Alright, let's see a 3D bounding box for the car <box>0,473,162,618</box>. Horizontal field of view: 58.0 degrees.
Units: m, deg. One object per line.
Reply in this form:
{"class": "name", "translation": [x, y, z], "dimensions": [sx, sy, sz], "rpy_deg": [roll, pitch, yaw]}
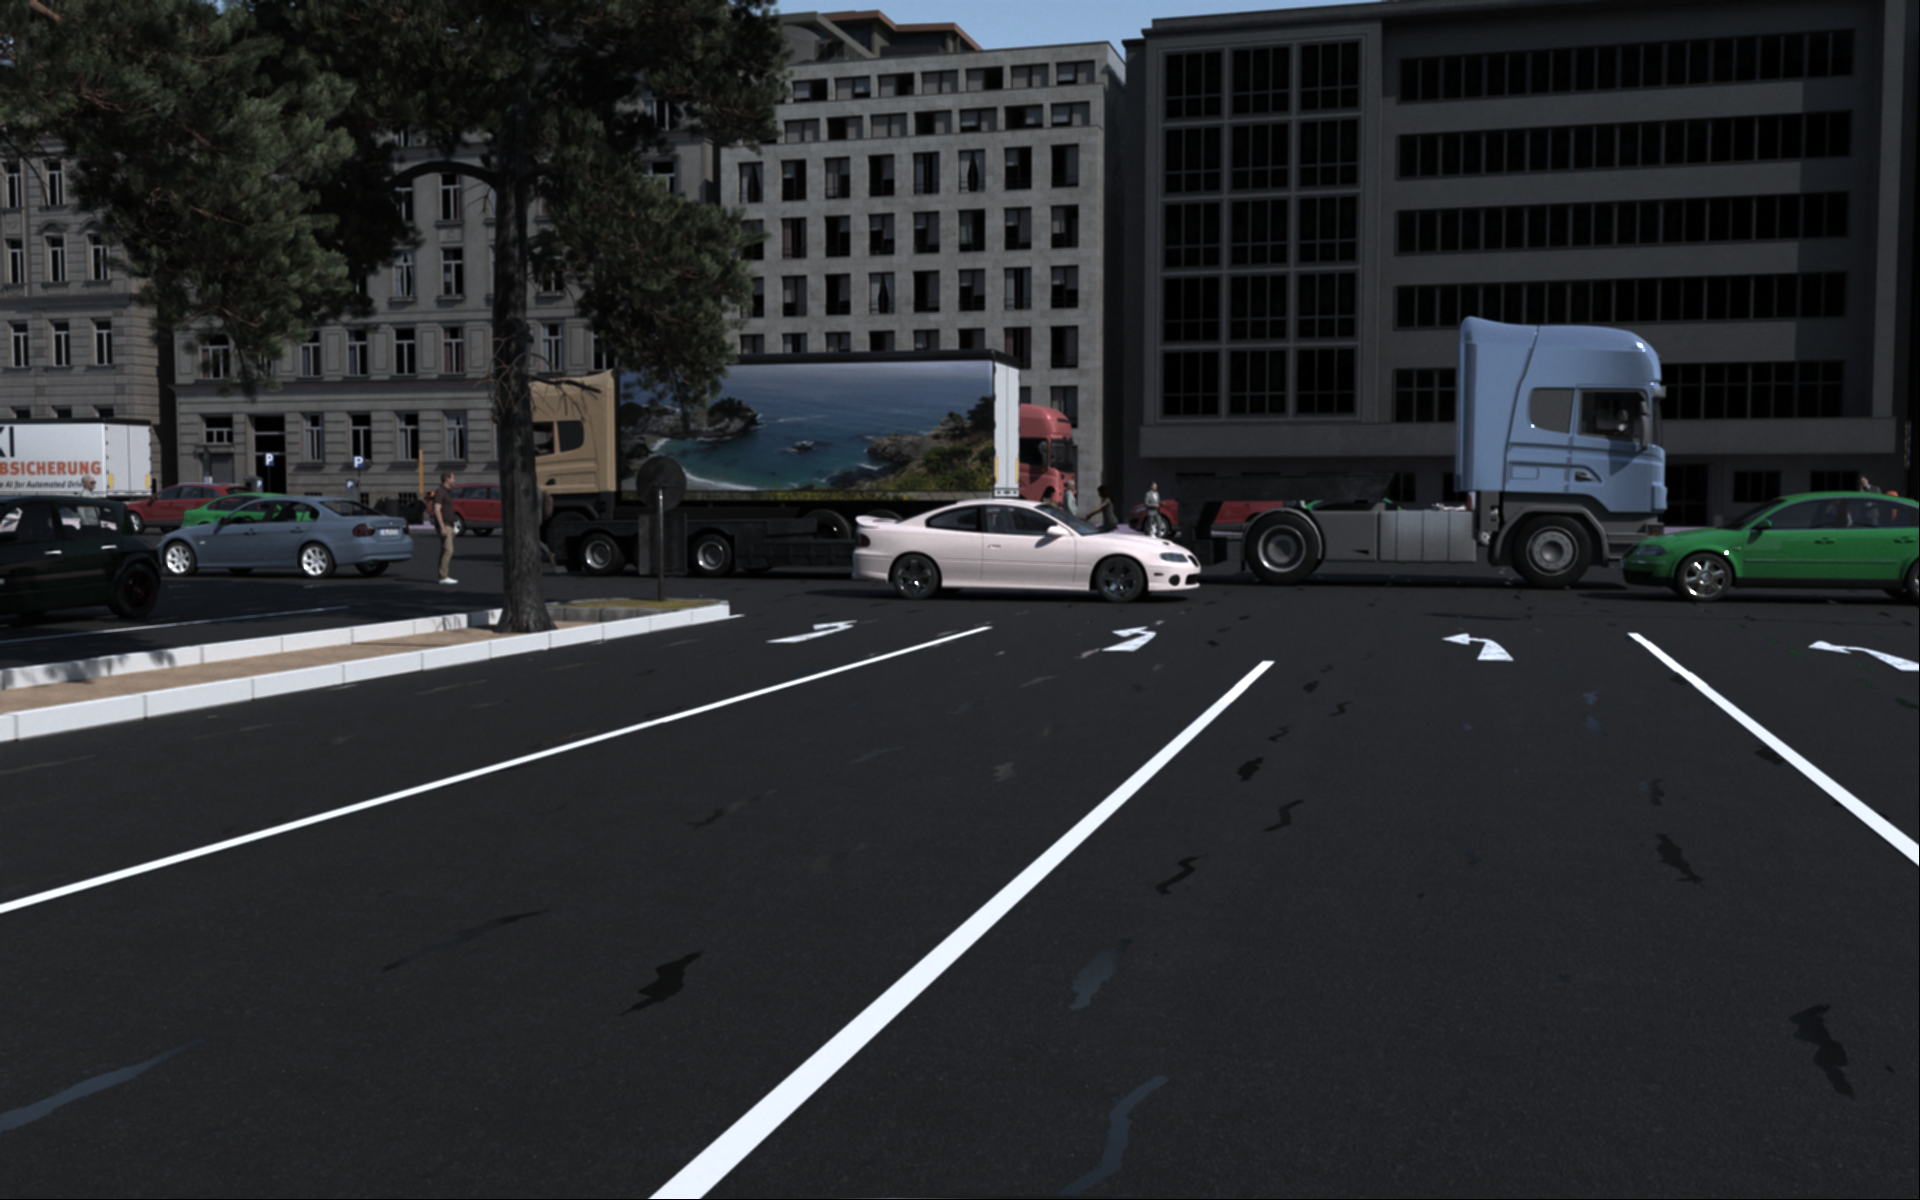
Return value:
{"class": "car", "translation": [-10.672, -0.558, 18.905], "dimensions": [2.009, 1.686, 4.222], "rpy_deg": [1, 4, 16]}

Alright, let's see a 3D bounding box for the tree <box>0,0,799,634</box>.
{"class": "tree", "translation": [-4.598, -5.694, 17.616], "dimensions": [6.751, 12.117, 7.091], "rpy_deg": [0, 3, 0]}

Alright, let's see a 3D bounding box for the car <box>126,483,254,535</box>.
{"class": "car", "translation": [-27.184, -3.212, 61.197], "dimensions": [5.304, 1.827, 2.281], "rpy_deg": [1, 4, 16]}

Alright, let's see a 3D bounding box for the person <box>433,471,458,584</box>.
{"class": "person", "translation": [-8.226, -1.172, 27.790], "dimensions": [0.434, 1.807, 0.598], "rpy_deg": [0, 4, 7]}

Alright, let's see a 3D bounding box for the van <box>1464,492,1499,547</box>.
{"class": "van", "translation": [15.956, -2.481, 47.572], "dimensions": [4.112, 2.044, 2.013], "rpy_deg": [1, 4, 17]}

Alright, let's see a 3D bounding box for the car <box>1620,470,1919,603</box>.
{"class": "car", "translation": [11.378, -0.882, 23.216], "dimensions": [4.718, 1.807, 1.959], "rpy_deg": [1, 4, 16]}

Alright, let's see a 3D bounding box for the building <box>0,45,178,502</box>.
{"class": "building", "translation": [-50.867, -18.135, 93.773], "dimensions": [25.104, 27.353, 12.463], "rpy_deg": [1, 4, 16]}

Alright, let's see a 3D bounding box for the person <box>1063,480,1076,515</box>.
{"class": "person", "translation": [2.631, -2.023, 42.063], "dimensions": [0.515, 1.767, 0.782], "rpy_deg": [-1, 4, -8]}

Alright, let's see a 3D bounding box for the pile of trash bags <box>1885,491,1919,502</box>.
{"class": "pile of trash bags", "translation": [30.504, -2.864, 56.579], "dimensions": [1.912, 1.369, 3.447], "rpy_deg": [2, 4, 30]}

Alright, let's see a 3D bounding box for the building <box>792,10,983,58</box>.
{"class": "building", "translation": [-11.134, -30.954, 160.730], "dimensions": [28.867, 44.769, 22.147], "rpy_deg": [1, 4, 16]}

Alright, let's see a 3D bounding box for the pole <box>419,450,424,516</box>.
{"class": "pole", "translation": [-24.730, -5.240, 79.512], "dimensions": [0.158, 3.312, 0.155], "rpy_deg": [0, 3, 0]}

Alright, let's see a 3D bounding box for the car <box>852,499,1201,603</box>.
{"class": "car", "translation": [0.899, -0.707, 23.930], "dimensions": [4.827, 1.381, 2.083], "rpy_deg": [1, 4, 15]}

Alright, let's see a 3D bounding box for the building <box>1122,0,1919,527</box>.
{"class": "building", "translation": [22.743, -15.588, 73.926], "dimensions": [30.058, 24.678, 14.314], "rpy_deg": [1, 4, 16]}

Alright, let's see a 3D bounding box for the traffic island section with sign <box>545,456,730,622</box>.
{"class": "traffic island section with sign", "translation": [-3.739, -0.734, 20.140], "dimensions": [2.006, 1.907, 1.989], "rpy_deg": [1, 4, 16]}

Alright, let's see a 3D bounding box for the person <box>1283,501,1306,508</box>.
{"class": "person", "translation": [6.950, -1.644, 35.866], "dimensions": [0.515, 1.767, 0.782], "rpy_deg": [-2, 4, -34]}

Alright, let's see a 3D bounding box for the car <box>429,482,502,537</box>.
{"class": "car", "translation": [-15.121, -3.014, 57.957], "dimensions": [5.304, 1.827, 2.281], "rpy_deg": [1, 4, 16]}

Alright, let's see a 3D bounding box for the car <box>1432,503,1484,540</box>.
{"class": "car", "translation": [16.129, -2.317, 50.238], "dimensions": [4.827, 1.381, 2.083], "rpy_deg": [1, 4, 16]}

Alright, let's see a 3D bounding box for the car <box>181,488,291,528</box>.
{"class": "car", "translation": [-18.315, -2.279, 46.051], "dimensions": [4.718, 1.807, 1.959], "rpy_deg": [1, 4, 15]}

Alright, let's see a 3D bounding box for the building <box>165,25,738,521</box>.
{"class": "building", "translation": [-23.002, -15.584, 88.077], "dimensions": [30.059, 22.955, 16.112], "rpy_deg": [1, 4, 16]}

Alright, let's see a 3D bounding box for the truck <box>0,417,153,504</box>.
{"class": "truck", "translation": [-36.215, -4.698, 65.718], "dimensions": [11.283, 4.237, 2.839], "rpy_deg": [1, 4, 15]}

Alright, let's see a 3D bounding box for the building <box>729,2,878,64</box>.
{"class": "building", "translation": [-18.922, -27.336, 138.823], "dimensions": [32.217, 40.220, 23.993], "rpy_deg": [1, 4, 16]}

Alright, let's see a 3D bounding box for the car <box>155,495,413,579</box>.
{"class": "car", "translation": [-11.831, -1.118, 30.281], "dimensions": [4.499, 1.417, 2.014], "rpy_deg": [1, 4, 16]}

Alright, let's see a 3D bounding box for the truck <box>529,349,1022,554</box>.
{"class": "truck", "translation": [-4.481, -2.877, 35.950], "dimensions": [11.283, 4.237, 2.839], "rpy_deg": [1, 4, 14]}

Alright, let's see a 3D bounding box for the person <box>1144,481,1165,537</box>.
{"class": "person", "translation": [5.632, -2.522, 49.938], "dimensions": [0.583, 1.804, 0.606], "rpy_deg": [3, 5, 44]}

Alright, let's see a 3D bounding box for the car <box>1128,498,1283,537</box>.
{"class": "car", "translation": [7.868, -2.750, 53.633], "dimensions": [5.304, 1.827, 2.281], "rpy_deg": [1, 4, 15]}

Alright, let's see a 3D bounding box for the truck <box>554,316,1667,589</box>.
{"class": "truck", "translation": [2.312, -2.383, 28.713], "dimensions": [18.799, 4.110, 2.967], "rpy_deg": [1, 4, 15]}

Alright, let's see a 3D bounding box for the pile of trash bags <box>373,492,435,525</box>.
{"class": "pile of trash bags", "translation": [-22.965, -3.816, 72.152], "dimensions": [3.447, 1.369, 1.912], "rpy_deg": [2, 4, 31]}

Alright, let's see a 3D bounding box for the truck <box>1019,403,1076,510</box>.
{"class": "truck", "translation": [-1.840, -3.603, 47.826], "dimensions": [11.283, 4.237, 2.839], "rpy_deg": [1, 4, 16]}

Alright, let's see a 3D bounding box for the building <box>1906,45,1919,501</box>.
{"class": "building", "translation": [44.657, -14.497, 66.703], "dimensions": [15.834, 23.373, 12.332], "rpy_deg": [1, 4, 16]}

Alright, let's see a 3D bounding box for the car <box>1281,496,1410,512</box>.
{"class": "car", "translation": [10.464, -2.170, 44.271], "dimensions": [4.718, 1.807, 1.959], "rpy_deg": [1, 4, 15]}

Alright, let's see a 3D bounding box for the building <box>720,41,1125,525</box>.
{"class": "building", "translation": [-0.976, -13.707, 78.857], "dimensions": [16.860, 20.320, 10.420], "rpy_deg": [1, 4, 16]}
